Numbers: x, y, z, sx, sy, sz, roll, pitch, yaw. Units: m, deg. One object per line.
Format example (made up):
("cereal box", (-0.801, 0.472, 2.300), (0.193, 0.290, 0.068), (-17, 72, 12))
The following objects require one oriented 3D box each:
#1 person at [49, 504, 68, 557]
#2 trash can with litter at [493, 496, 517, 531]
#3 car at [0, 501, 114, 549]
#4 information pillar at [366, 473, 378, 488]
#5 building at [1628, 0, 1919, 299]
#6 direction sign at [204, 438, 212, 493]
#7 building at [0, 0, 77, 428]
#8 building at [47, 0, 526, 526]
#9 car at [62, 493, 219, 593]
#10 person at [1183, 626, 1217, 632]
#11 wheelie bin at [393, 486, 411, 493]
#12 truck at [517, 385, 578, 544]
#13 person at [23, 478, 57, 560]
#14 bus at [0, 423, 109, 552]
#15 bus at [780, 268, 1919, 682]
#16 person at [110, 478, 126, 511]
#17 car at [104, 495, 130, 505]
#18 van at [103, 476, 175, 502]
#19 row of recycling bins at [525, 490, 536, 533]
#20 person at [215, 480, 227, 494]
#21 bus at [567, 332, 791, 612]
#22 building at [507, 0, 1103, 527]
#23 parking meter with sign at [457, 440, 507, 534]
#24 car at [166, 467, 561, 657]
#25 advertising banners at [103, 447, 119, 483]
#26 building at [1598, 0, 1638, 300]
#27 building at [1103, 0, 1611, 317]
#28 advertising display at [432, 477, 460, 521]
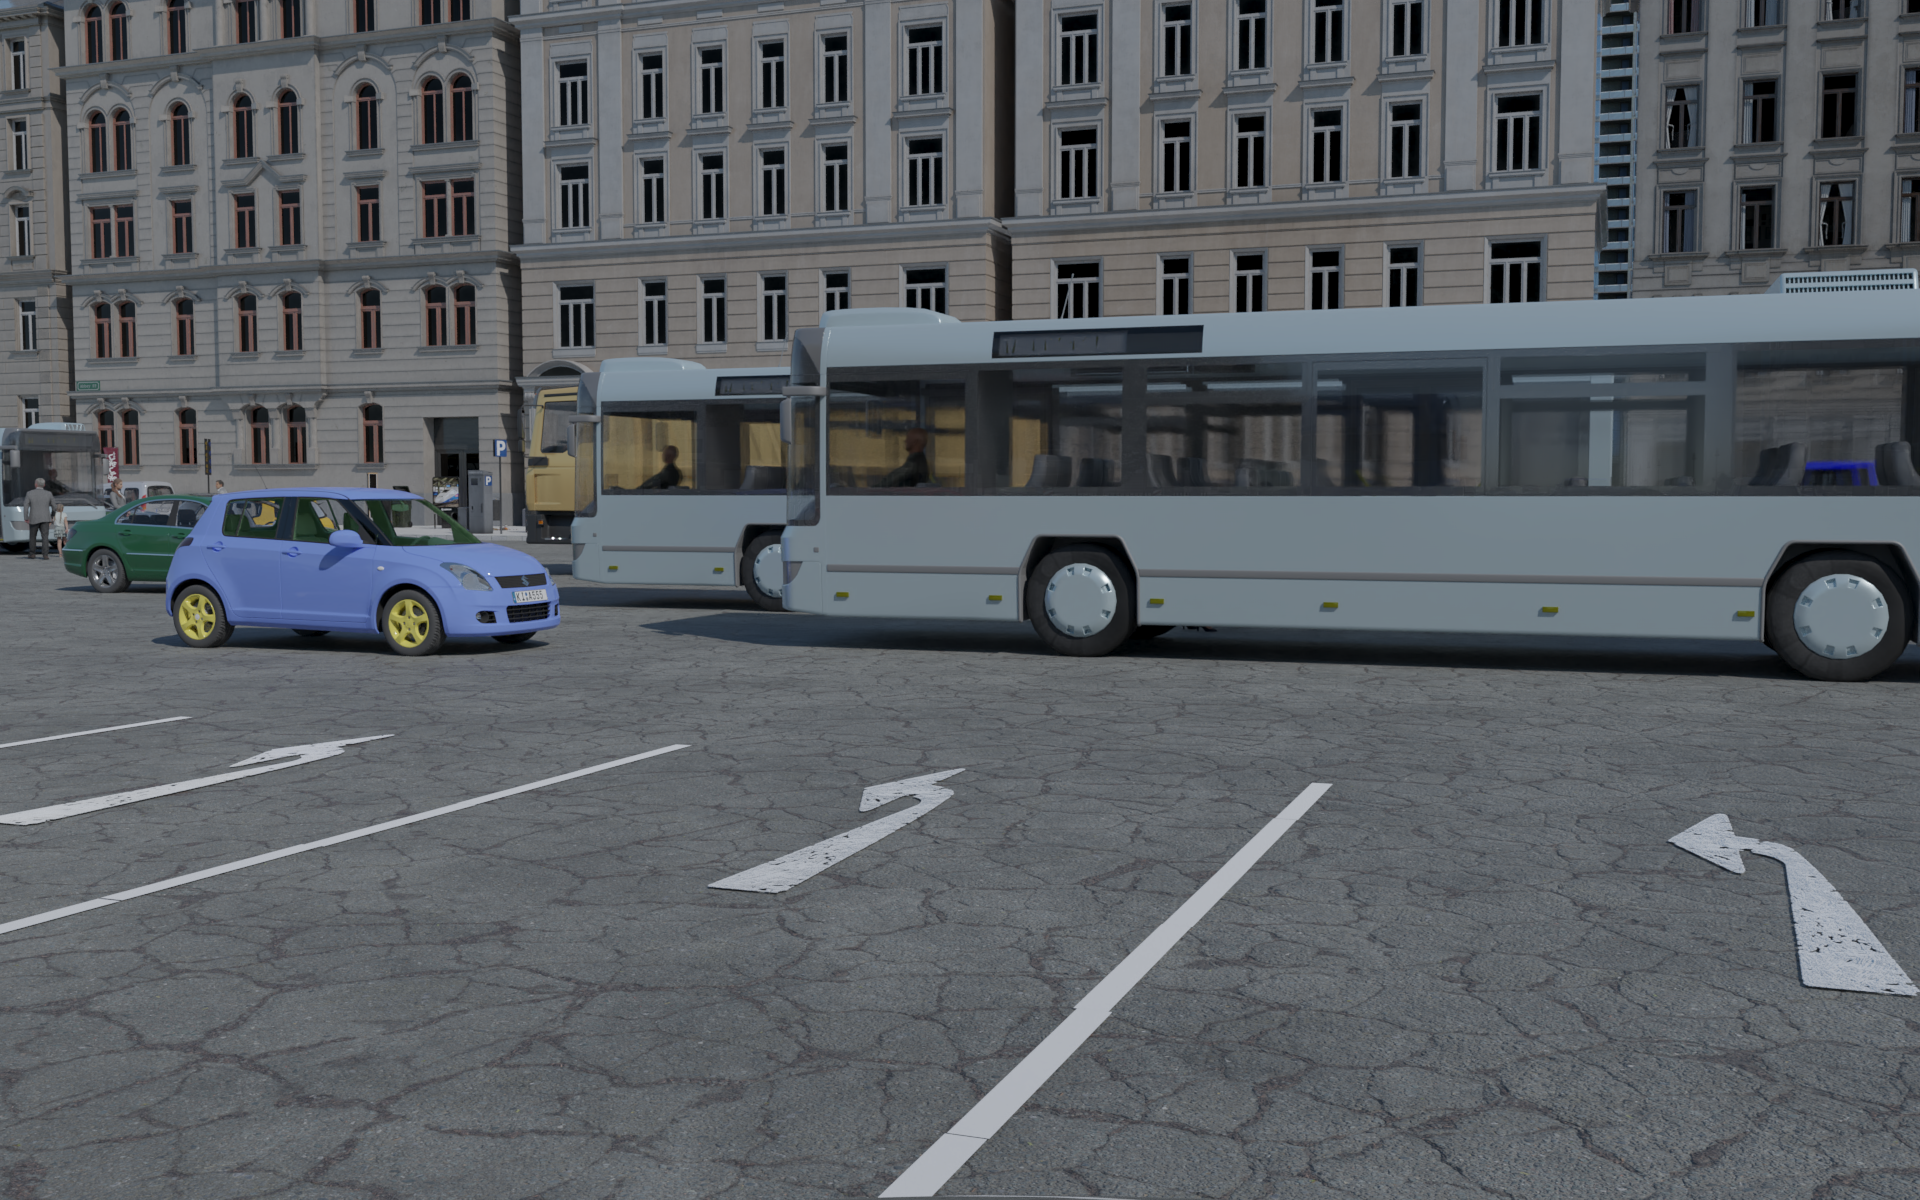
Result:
("person", (-20.417, -1.572, 39.218), (0.505, 1.210, 0.382), (-1, 4, -23))
("trash can with litter", (-16.880, -3.068, 61.223), (2.233, 1.210, 1.678), (0, 4, -6))
("car", (-23.397, -2.068, 45.617), (4.920, 1.459, 2.131), (1, 4, 21))
("information pillar", (-20.432, -3.409, 60.233), (0.304, 2.012, 0.304), (-2, 4, -31))
("building", (30.641, -12.555, 54.430), (18.267, 20.994, 9.793), (1, 4, 21))
("direction sign", (-30.805, -4.832, 70.996), (0.379, 3.537, 0.876), (-1, 4, -9))
("building", (-49.248, -17.646, 85.780), (25.104, 27.353, 12.463), (1, 4, 21))
("building", (-26.395, -17.738, 77.410), (23.554, 28.519, 14.401), (1, 4, 21))
("car", (-10.780, -0.831, 25.382), (4.920, 1.459, 2.131), (1, 4, 19))
("person", (2.538, -0.503, 18.194), (0.593, 1.643, 0.415), (3, 5, 44))
("wheelie bin", (-21.282, -3.553, 65.996), (0.980, 1.594, 0.693), (1, 4, 12))
("truck", (-3.572, -2.090, 30.092), (9.791, 3.379, 3.469), (1, 4, 22))
("person", (-20.187, -1.778, 37.961), (0.661, 1.777, 0.834), (-3, 5, -42))
("bus", (-26.598, -2.963, 43.300), (13.247, 3.499, 2.948), (1, 4, 22))
("bus", (4.106, -1.248, 15.259), (13.247, 3.499, 2.948), (1, 4, 20))
("person", (-19.180, -1.897, 39.794), (0.573, 1.790, 0.520), (-1, 4, -16))
("car", (-26.628, -2.562, 53.884), (4.499, 1.417, 2.014), (1, 4, 22))
("van", (-27.684, -3.038, 56.684), (4.112, 2.044, 2.013), (1, 4, 19))
("row of recycling bins", (-12.749, -3.088, 57.595), (3.534, 1.692, 1.069), (0, 4, 6))
("person", (-21.191, -2.546, 49.974), (0.795, 1.843, 0.661), (-1, 4, -15))
("bus", (0.847, -1.603, 21.073), (13.247, 3.499, 2.948), (1, 4, 20))
("building", (-5.947, -17.361, 69.759), (20.117, 28.700, 13.634), (1, 4, 21))
("parking meter with sign", (-15.472, -3.649, 55.914), (1.738, 3.016, 0.543), (2, 4, 27))
("car", (-5.604, -0.414, 16.367), (3.694, 1.707, 1.945), (1, 4, 20))
("advertising banners", (-30.988, -4.210, 65.021), (2.074, 3.025, 0.090), (-2, 4, -34))
("building", (73.691, -55.121, 213.907), (31.000, 86.520, 22.319), (1, 4, 21))
("building", (13.033, -16.953, 63.087), (20.117, 28.700, 13.634), (1, 4, 21))
("advertising display", (-19.029, -3.605, 64.163), (0.974, 1.923, 0.123), (0, 4, -5))
